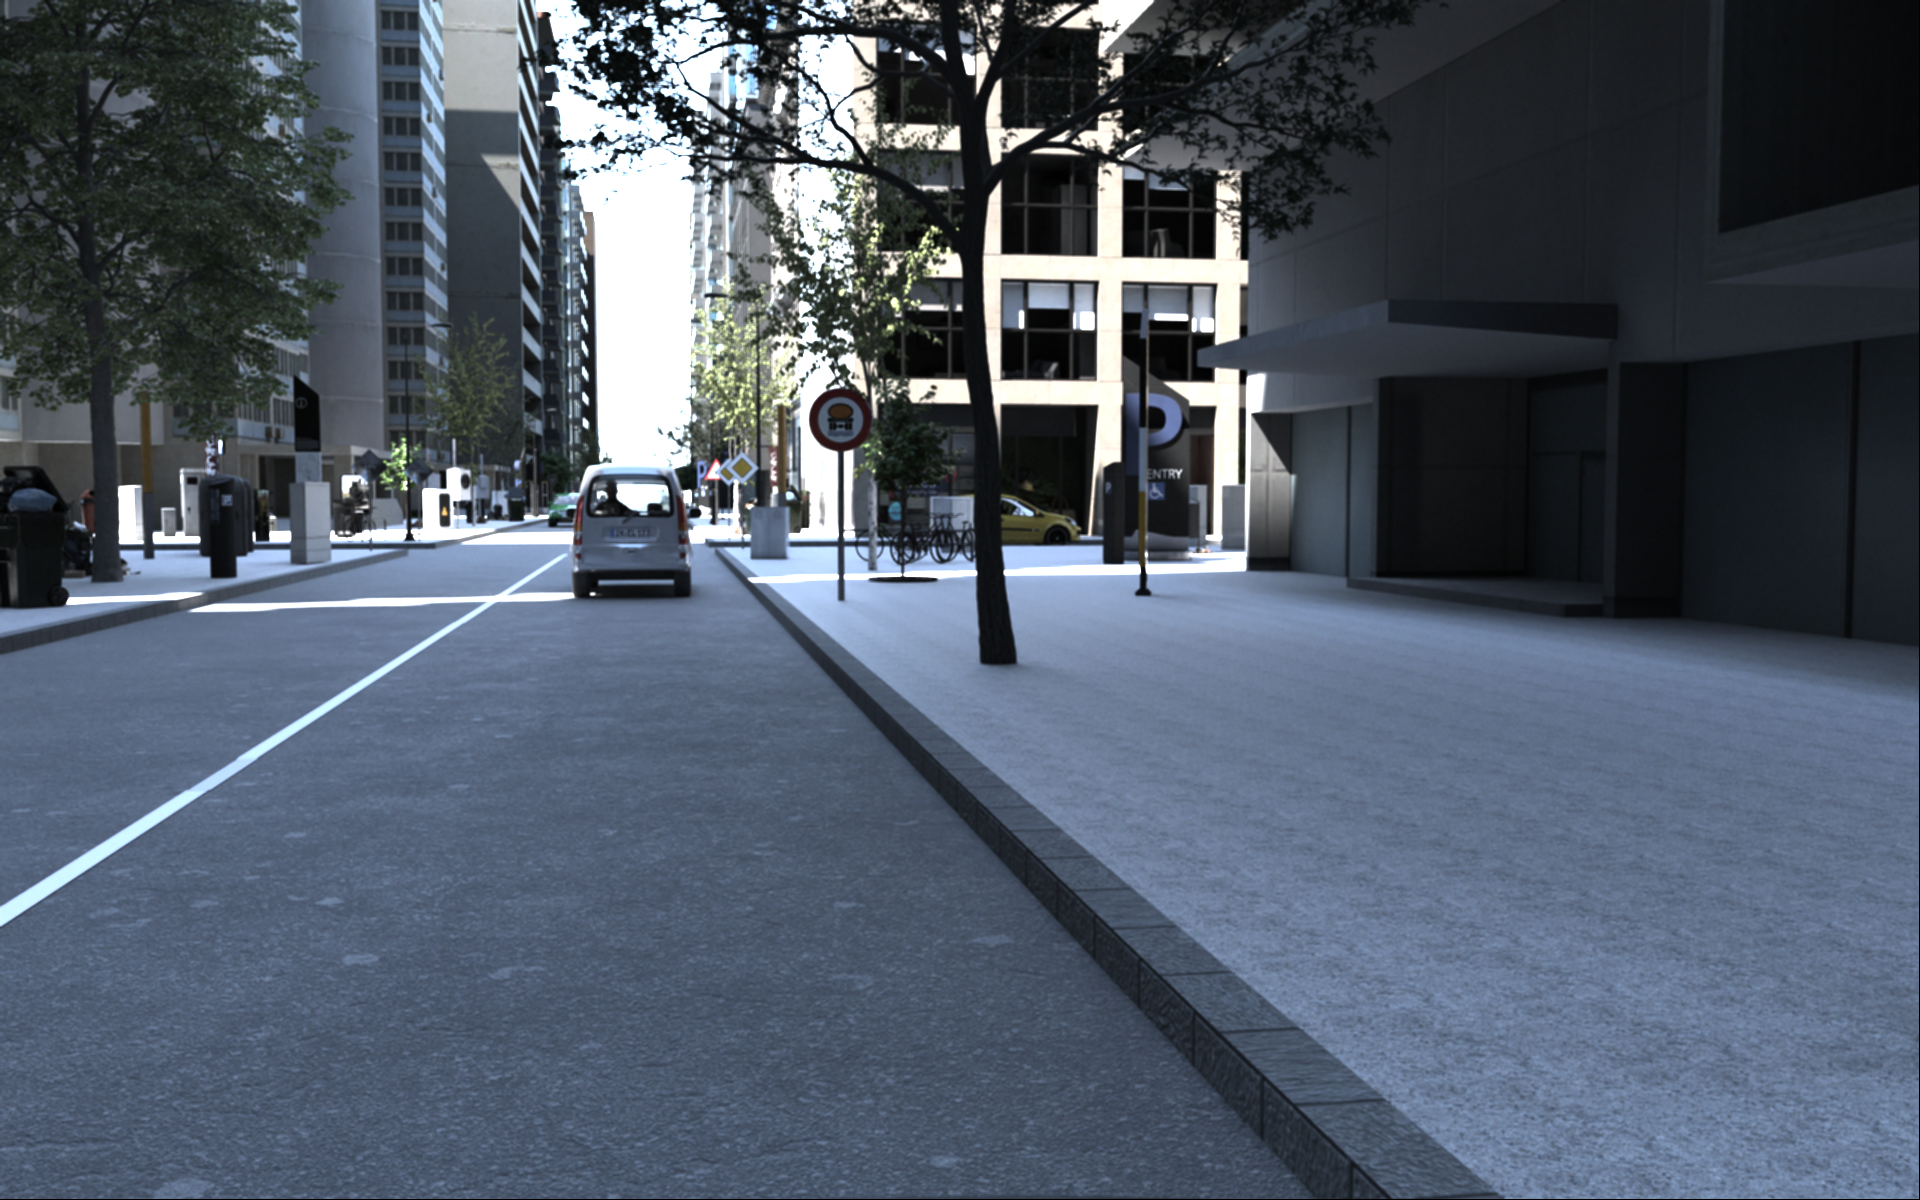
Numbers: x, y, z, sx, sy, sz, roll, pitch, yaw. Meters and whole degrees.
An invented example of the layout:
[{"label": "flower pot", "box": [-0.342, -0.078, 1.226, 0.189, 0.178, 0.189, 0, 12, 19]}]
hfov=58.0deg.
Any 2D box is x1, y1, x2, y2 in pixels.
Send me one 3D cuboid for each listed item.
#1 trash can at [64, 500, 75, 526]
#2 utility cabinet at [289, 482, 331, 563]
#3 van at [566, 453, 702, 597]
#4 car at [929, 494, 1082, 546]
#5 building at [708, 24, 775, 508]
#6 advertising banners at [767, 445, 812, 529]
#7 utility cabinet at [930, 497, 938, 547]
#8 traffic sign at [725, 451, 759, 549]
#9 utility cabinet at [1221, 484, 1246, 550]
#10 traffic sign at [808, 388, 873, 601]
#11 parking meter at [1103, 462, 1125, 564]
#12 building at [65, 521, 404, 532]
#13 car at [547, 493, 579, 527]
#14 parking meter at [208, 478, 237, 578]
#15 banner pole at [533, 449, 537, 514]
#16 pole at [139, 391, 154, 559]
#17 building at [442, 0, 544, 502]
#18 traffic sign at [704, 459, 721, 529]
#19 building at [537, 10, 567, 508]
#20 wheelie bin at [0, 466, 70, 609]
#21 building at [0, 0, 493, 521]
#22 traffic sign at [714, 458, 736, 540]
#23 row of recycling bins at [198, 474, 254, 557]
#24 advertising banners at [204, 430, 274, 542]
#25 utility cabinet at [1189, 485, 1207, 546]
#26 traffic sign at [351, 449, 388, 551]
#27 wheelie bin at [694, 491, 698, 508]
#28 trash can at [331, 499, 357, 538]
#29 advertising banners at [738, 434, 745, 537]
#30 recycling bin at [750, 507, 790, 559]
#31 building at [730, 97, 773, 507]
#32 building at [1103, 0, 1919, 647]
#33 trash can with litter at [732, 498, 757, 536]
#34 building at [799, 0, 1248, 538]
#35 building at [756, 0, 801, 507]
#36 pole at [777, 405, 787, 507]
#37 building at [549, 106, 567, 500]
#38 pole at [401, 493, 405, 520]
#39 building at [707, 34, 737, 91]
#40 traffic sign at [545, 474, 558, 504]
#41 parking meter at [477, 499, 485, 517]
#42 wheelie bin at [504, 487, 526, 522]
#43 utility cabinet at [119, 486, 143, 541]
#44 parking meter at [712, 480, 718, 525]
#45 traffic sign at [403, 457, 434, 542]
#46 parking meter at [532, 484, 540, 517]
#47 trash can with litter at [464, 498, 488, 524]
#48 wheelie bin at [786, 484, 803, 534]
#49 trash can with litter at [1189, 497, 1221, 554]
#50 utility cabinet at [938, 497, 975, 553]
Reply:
[{"label": "trash can", "box": [-23.461, -2.052, 45.197, 0.748, 1.137, 0.748, 0, 3, 0]}, {"label": "utility cabinet", "box": [-12.035, -1.430, 32.064, 0.318, 1.500, 1.173, 0, 4, 1]}, {"label": "van", "box": [-4.813, -1.133, 25.537, 2.013, 2.044, 4.112, -1, 4, -9]}, {"label": "car", "box": [1.204, -2.157, 45.491, 3.980, 1.641, 2.015, -1, 4, -11]}, {"label": "building", "box": [-10.506, -51.218, 150.086, 22.319, 86.520, 31.000, -1, 4, -10]}, {"label": "advertising banners", "box": [-6.207, -4.093, 63.103, 0.090, 3.025, 2.074, 3, 5, 44]}, {"label": "utility cabinet", "box": [-0.198, -1.883, 41.941, 1.020, 1.237, 0.306, -1, 4, -20]}, {"label": "traffic sign", "box": [-5.054, -2.238, 40.237, 0.795, 2.450, 0.064, -1, 4, -10]}, {"label": "utility cabinet", "box": [6.544, -1.873, 39.300, 1.173, 1.500, 0.318, 1, 4, 21]}, {"label": "traffic sign", "box": [-1.432, -1.268, 20.830, 0.768, 2.556, 0.104, 0, 4, -2]}, {"label": "parking meter", "box": [2.815, -1.592, 31.739, 0.255, 1.863, 0.399, -2, 4, -27]}, {"label": "building", "box": [-38.390, -22.697, 62.976, 32.217, 40.220, 23.993, -1, 4, -10]}, {"label": "car", "box": [-17.255, -4.151, 76.661, 1.959, 1.807, 4.718, -1, 4, -10]}, {"label": "parking meter", "box": [-11.321, -1.112, 26.588, 0.372, 1.533, 0.369, 0, 3, 0]}, {"label": "banner pole", "box": [-23.581, -6.490, 96.124, 0.401, 3.779, 0.863, 0, 4, 0]}, {"label": "pole", "box": [-16.091, -2.472, 34.265, 0.158, 3.312, 0.155, 0, 3, 0]}, {"label": "building", "box": [-42.778, -30.867, 128.380, 21.300, 48.544, 21.600, -1, 4, -10]}, {"label": "traffic sign", "box": [-8.927, -3.883, 63.491, 0.884, 2.594, 0.081, -1, 4, -9]}, {"label": "building", "box": [-46.936, -30.544, 154.014, 22.147, 44.769, 28.867, -1, 4, -10]}, {"label": "wheelie bin", "box": [-10.568, -0.716, 19.617, 0.980, 1.594, 0.693, 2, 4, 26]}, {"label": "building", "box": [-44.217, -25.183, 103.617, 32.217, 40.220, 23.993, -1, 4, -10]}, {"label": "traffic sign", "box": [-6.420, -2.719, 48.105, 0.795, 2.450, 0.064, -1, 4, -10]}, {"label": "row of recycling bins", "box": [-15.686, -1.827, 36.991, 1.069, 1.692, 3.534, -1, 4, -19]}, {"label": "advertising banners", "box": [-19.273, -3.057, 46.168, 0.090, 3.025, 2.074, 2, 4, 34]}, {"label": "utility cabinet", "box": [5.585, -2.065, 42.436, 0.318, 1.500, 1.173, -2, 4, -26]}, {"label": "traffic sign", "box": [-13.230, -2.153, 38.844, 0.795, 2.450, 0.064, -1, 4, -10]}, {"label": "wheelie bin", "box": [-15.455, -5.820, 103.058, 0.693, 1.594, 0.980, -1, 4, -13]}, {"label": "trash can", "box": [-18.058, -2.395, 50.806, 0.748, 1.137, 0.748, 0, 3, 0]}, {"label": "advertising banners", "box": [-6.440, -3.358, 51.099, 0.090, 3.025, 2.074, -1, 4, -11]}, {"label": "recycling bin", "box": [-3.783, -1.343, 34.508, 0.722, 1.027, 0.722, 0, 4, 0]}, {"label": "building", "box": [-7.171, -19.481, 112.027, 14.314, 27.812, 24.014, -1, 4, -10]}, {"label": "building", "box": [17.796, -26.185, 17.365, 28.713, 52.752, 27.495, -1, 4, -10]}, {"label": "trash can with litter", "box": [-6.638, -2.582, 53.610, 1.055, 1.170, 0.624, 2, 4, 35]}, {"label": "building", "box": [11.995, -15.784, 62.592, 34.151, 26.468, 19.350, -1, 4, -10]}, {"label": "building", "box": [-2.776, -18.405, 88.307, 14.401, 28.519, 23.554, -1, 4, -10]}, {"label": "pole", "box": [-4.096, -2.816, 39.886, 0.158, 3.312, 0.155, 0, 3, 0]}, {"label": "building", "box": [-47.800, -30.127, 176.164, 14.154, 41.232, 14.086, -1, 4, -10]}, {"label": "pole", "box": [-27.500, -5.605, 85.485, 0.158, 3.312, 0.155, 0, 3, 0]}, {"label": "building", "box": [-15.202, -34.389, 181.862, 23.786, 49.044, 30.456, -1, 4, -10]}, {"label": "traffic sign", "box": [-26.148, -6.775, 110.870, 0.768, 2.556, 0.104, 0, 4, -1]}, {"label": "parking meter", "box": [-25.095, -5.036, 90.745, 0.372, 1.533, 0.369, 0, 3, 0]}, {"label": "wheelie bin", "box": [-21.151, -4.573, 82.675, 0.980, 1.594, 0.693, 3, 4, 39]}, {"label": "utility cabinet", "box": [-22.505, -2.345, 47.021, 1.173, 1.500, 0.318, 3, 5, 44]}, {"label": "parking meter", "box": [-10.112, -4.023, 71.492, 0.255, 1.863, 0.399, 0, 4, -6]}, {"label": "traffic sign", "box": [-14.596, -2.634, 46.712, 0.795, 2.450, 0.064, -1, 4, -10]}, {"label": "parking meter", "box": [-24.085, -5.668, 98.382, 0.399, 1.863, 0.255, -1, 4, -19]}, {"label": "trash can with litter", "box": [-21.083, -3.925, 75.559, 1.055, 1.170, 0.624, 1, 4, 16]}, {"label": "wheelie bin", "box": [-5.403, -2.913, 55.543, 0.693, 1.594, 0.980, -1, 4, -11]}, {"label": "trash can with litter", "box": [4.484, -1.597, 37.170, 2.233, 1.210, 1.678, 1, 4, 9]}, {"label": "utility cabinet", "box": [0.012, -1.650, 38.147, 0.306, 1.237, 1.020, 3, 4, 37]}]
